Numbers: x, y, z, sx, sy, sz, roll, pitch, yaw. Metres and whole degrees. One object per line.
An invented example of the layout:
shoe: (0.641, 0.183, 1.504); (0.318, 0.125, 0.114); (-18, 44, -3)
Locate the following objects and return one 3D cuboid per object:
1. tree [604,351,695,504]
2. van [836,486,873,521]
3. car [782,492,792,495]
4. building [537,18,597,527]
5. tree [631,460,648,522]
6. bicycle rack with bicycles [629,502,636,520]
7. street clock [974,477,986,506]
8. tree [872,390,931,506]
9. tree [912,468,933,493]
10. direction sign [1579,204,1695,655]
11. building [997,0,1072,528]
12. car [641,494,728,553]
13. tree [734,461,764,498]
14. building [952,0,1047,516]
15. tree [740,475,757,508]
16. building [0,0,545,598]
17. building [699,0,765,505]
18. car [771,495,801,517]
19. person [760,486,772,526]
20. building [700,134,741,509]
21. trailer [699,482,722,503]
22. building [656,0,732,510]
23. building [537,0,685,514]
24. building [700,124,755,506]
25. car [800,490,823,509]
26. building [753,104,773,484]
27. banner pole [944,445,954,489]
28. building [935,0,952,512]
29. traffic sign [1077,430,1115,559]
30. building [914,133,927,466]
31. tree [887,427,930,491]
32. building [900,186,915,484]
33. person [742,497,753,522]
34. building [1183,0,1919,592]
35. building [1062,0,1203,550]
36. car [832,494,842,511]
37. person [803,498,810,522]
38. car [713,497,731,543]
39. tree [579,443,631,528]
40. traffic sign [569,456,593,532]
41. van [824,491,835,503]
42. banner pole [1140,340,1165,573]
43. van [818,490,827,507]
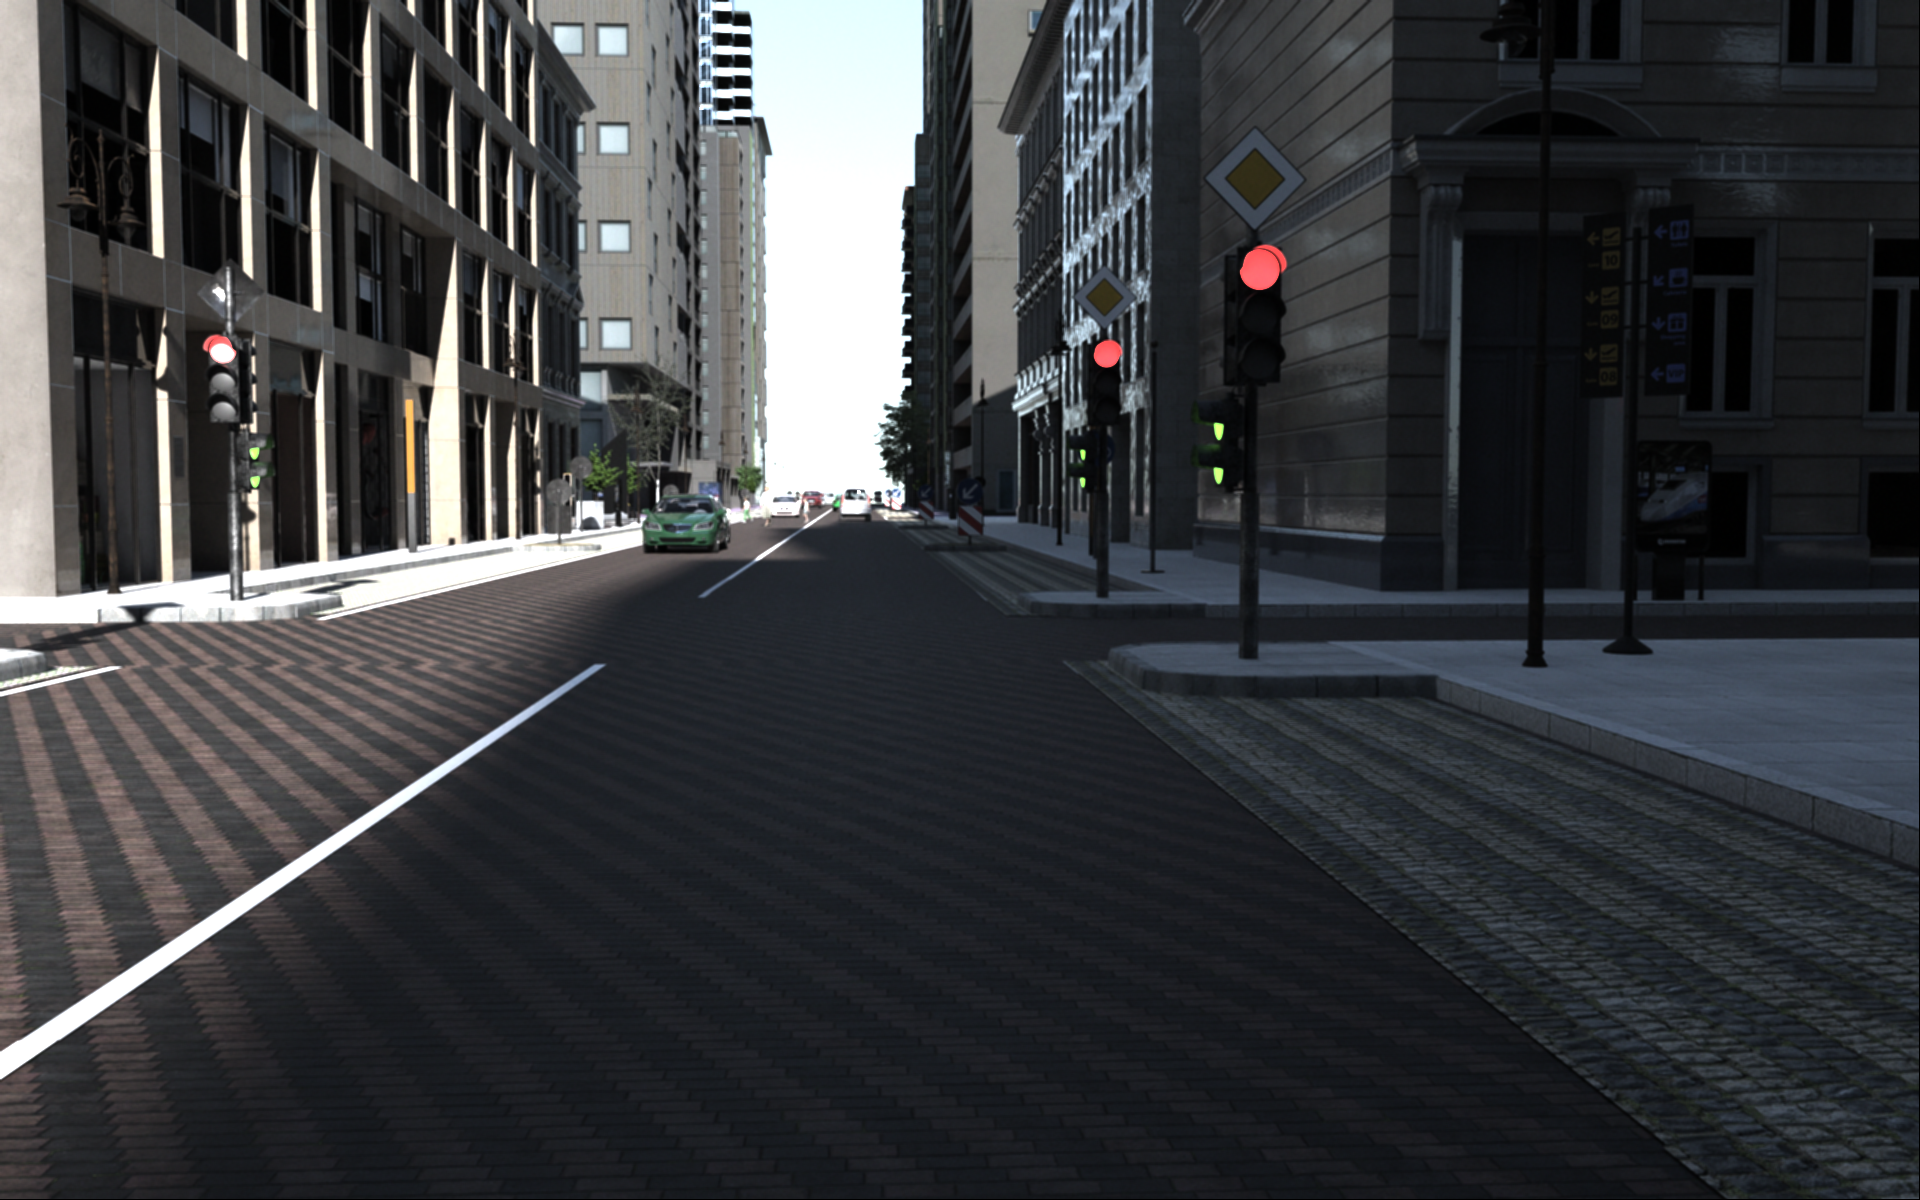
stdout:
tree: (-15.600, -8.413, 87.916); (4.360, 8.622, 3.978); (0, 3, 0)
van: (-5.615, -5.237, 92.641); (2.013, 2.044, 4.112); (0, 4, -5)
car: (-18.409, -10.674, 184.303); (2.009, 1.686, 4.222); (0, 4, -4)
building: (-20.940, -13.988, 64.861); (11.583, 22.565, 21.152); (0, 4, -3)
tree: (-15.391, -5.279, 80.917); (1.663, 3.219, 1.824); (0, 3, 0)
bicycle rack with bicycles: (-16.862, -4.310, 83.850); (2.852, 0.926, 2.925); (-1, 4, -18)
street clock: (0.800, -4.098, 71.566); (0.471, 2.002, 0.358); (2, 4, 26)
tree: (-5.756, -16.546, 188.652); (7.486, 12.596, 7.792); (0, 3, 0)
tree: (-2.487, -8.133, 127.569); (1.663, 3.219, 1.824); (0, 3, 0)
direction sign: (5.399, -1.340, 13.901); (0.876, 3.537, 0.379); (3, 5, 43)
building: (7.045, -13.797, 76.492); (10.553, 20.767, 40.483); (0, 4, -3)
car: (-6.887, -1.951, 43.690); (2.131, 1.459, 4.920); (0, 4, -3)
tree: (-21.060, -11.525, 172.153); (4.285, 4.588, 4.351); (0, 3, 0)
building: (10.720, -29.813, 111.145); (21.300, 48.544, 21.600); (0, 4, -3)
tree: (-19.225, -10.116, 159.999); (1.663, 3.219, 1.824); (0, 3, 0)
building: (-21.828, -14.222, 37.039); (19.350, 26.468, 34.151); (0, 4, -3)
building: (-34.534, -54.719, 207.328); (22.319, 86.520, 31.000); (0, 4, -3)
car: (-10.922, -5.839, 107.823); (2.083, 1.381, 4.827); (0, 4, -5)
person: (-8.651, -4.224, 77.794); (0.478, 1.798, 0.641); (2, 4, 32)
building: (-36.456, -28.330, 155.080); (32.217, 40.220, 23.993); (0, 4, -3)
trailer: (-12.025, -4.664, 83.304); (1.471, 1.999, 3.904); (0, 4, -4)
building: (-28.316, -42.433, 132.038); (20.563, 71.187, 20.611); (0, 4, -3)
building: (-31.744, -31.749, 108.342); (28.713, 52.752, 27.495); (0, 4, -3)
building: (-29.626, -30.750, 186.362); (14.154, 41.232, 14.086); (0, 4, -3)
car: (-14.548, -9.858, 169.852); (2.281, 1.827, 5.304); (0, 4, -4)
building: (-40.425, -39.634, 237.248); (28.713, 52.752, 27.495); (0, 4, -3)
banner pole: (-0.534, -6.012, 88.305); (0.401, 3.779, 0.863); (3, 5, 39)
building: (4.878, -28.126, 143.460); (14.154, 41.232, 14.086); (0, 4, -3)
traffic sign: (2.680, -2.090, 34.274); (0.768, 2.556, 0.104); (0, 4, -2)
building: (1.722, -31.567, 199.713); (14.154, 41.232, 14.086); (0, 4, -3)
tree: (-5.247, -14.164, 181.937); (4.360, 8.622, 3.978); (0, 3, 0)
building: (2.951, -35.911, 241.765); (22.147, 44.769, 28.867); (0, 4, -3)
person: (-10.744, -4.575, 87.548); (0.590, 1.304, 0.306); (1, 4, 14)
building: (14.860, -14.850, 28.707); (20.117, 28.700, 13.634); (0, 4, -3)
building: (9.031, -11.817, 47.956); (10.420, 20.320, 16.860); (0, 4, -3)
car: (-9.701, -8.310, 144.670); (1.959, 1.807, 4.718); (0, 4, -2)
person: (-7.710, -4.522, 87.442); (0.382, 1.210, 0.505); (-1, 4, -22)
car: (-7.599, -2.284, 49.706); (2.083, 1.381, 4.827); (0, 4, -5)
tree: (-13.790, -4.329, 65.389); (1.663, 3.219, 1.824); (0, 3, 0)
traffic sign: (-12.663, -3.534, 57.890); (0.768, 2.556, 0.104); (0, 4, -3)
van: (-17.472, -13.678, 230.651); (2.013, 2.044, 4.112); (0, 4, -4)
banner pole: (3.165, -2.351, 28.451); (0.401, 3.779, 0.863); (0, 4, 3)
van: (-15.792, -11.339, 192.407); (2.013, 2.044, 4.112); (0, 4, -4)
